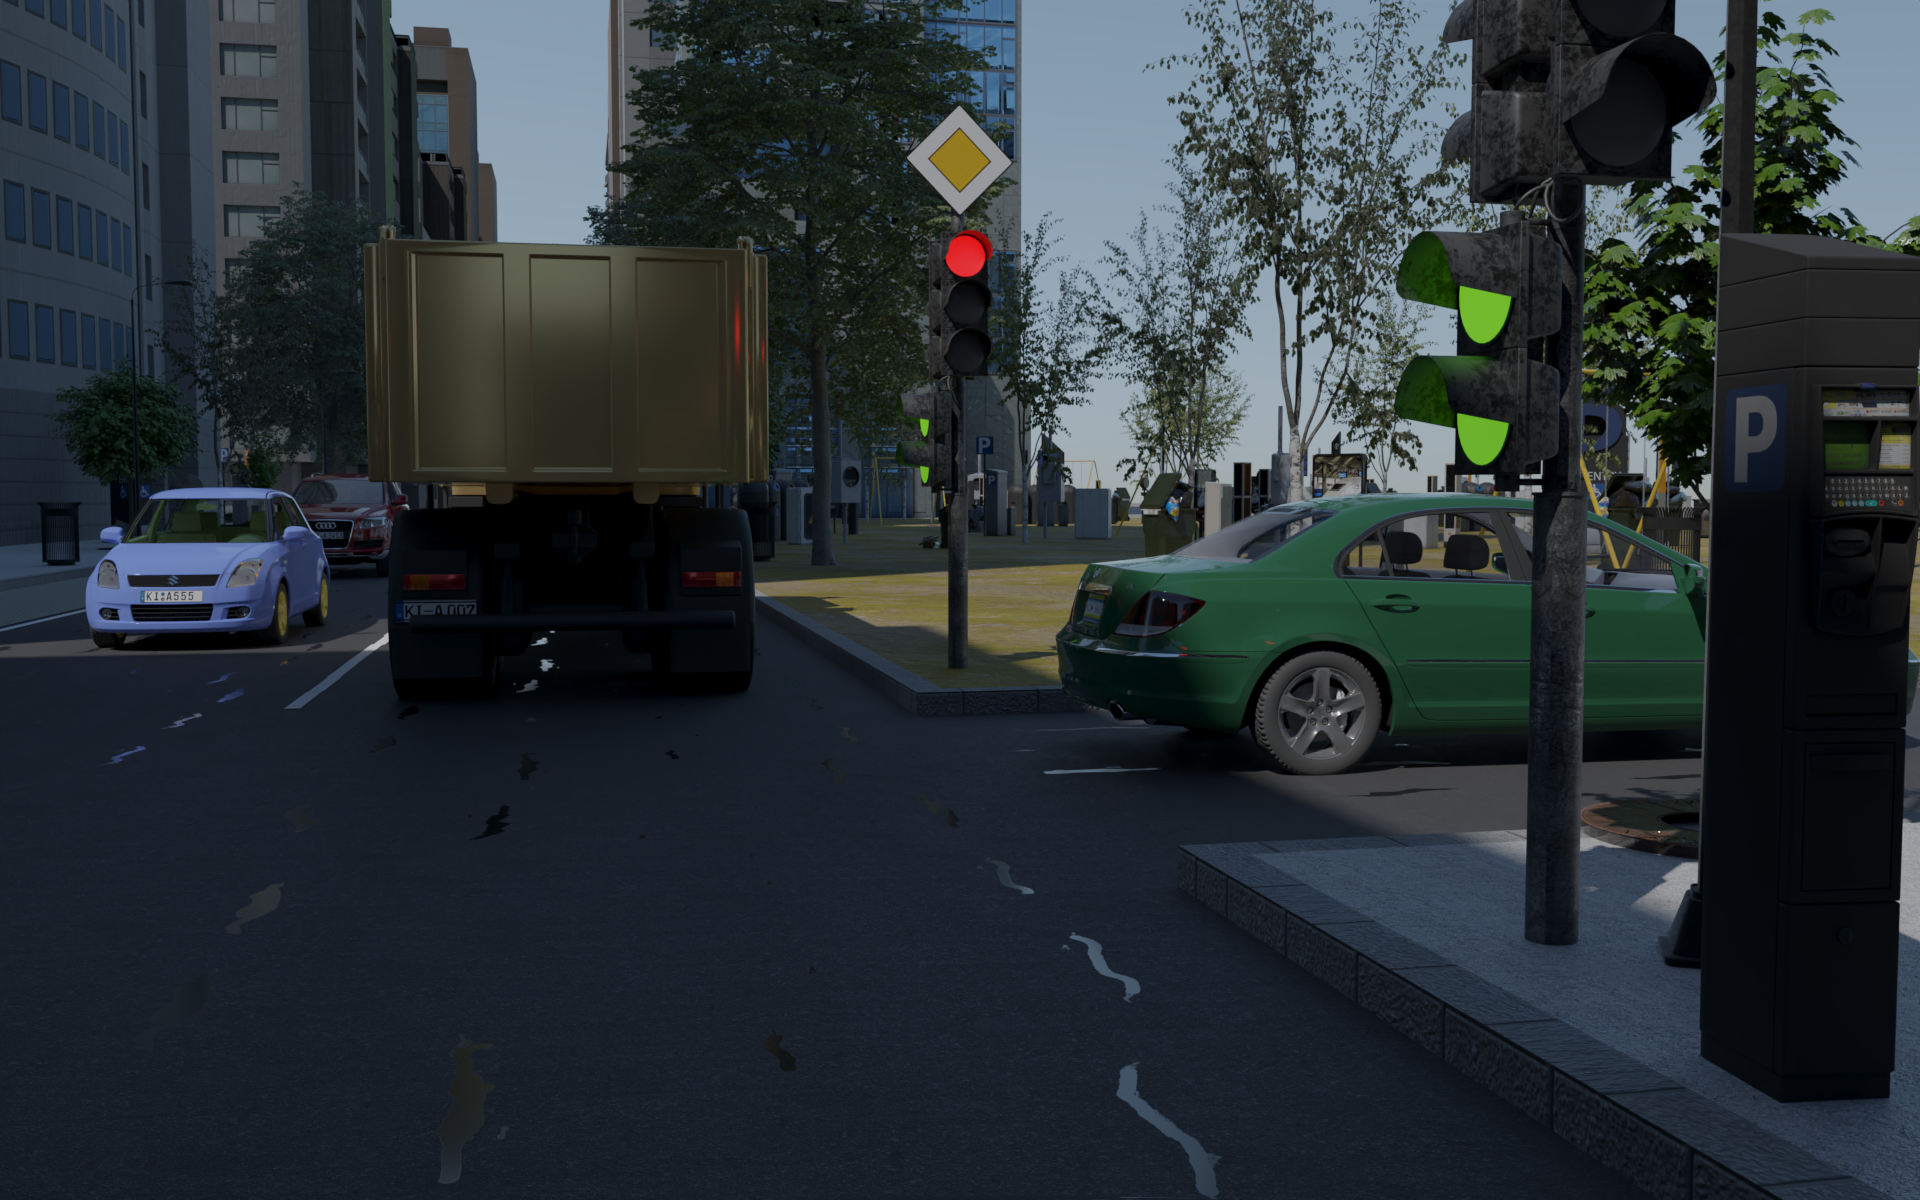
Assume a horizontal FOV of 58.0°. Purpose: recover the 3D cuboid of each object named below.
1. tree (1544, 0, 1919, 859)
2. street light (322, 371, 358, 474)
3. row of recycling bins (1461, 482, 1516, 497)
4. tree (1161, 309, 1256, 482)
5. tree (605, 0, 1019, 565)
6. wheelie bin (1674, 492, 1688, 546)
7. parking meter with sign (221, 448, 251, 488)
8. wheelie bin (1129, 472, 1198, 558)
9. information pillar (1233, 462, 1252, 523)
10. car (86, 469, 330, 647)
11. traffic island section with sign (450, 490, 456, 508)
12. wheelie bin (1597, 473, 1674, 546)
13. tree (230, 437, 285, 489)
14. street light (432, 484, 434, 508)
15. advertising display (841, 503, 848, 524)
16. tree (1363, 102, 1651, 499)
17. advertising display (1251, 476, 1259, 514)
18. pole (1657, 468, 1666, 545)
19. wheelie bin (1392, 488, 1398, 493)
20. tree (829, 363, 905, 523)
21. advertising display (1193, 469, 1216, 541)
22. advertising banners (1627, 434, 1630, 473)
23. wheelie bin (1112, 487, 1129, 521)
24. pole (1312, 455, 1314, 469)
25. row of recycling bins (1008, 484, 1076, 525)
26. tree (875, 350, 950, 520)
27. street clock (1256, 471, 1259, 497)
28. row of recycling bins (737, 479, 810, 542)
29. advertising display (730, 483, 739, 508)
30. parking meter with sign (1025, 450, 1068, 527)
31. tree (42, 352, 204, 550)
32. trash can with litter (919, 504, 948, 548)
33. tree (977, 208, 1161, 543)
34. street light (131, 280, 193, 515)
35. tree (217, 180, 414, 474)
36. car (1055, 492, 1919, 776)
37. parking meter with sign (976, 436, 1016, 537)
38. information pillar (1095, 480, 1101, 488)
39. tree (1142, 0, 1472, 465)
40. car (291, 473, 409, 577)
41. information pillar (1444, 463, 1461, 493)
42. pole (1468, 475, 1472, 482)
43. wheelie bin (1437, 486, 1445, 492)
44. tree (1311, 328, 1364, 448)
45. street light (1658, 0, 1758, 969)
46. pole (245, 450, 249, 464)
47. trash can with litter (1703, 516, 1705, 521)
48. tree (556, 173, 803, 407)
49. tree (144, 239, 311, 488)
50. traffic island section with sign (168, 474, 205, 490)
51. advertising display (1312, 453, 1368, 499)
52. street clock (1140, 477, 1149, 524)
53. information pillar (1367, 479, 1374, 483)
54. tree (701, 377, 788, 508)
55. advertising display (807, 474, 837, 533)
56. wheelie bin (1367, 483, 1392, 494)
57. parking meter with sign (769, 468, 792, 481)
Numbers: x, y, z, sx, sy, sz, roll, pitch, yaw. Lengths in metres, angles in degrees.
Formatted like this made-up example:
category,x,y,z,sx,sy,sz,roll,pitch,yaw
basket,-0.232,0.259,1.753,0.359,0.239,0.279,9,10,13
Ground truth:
category,x,y,z,sx,sy,sz,roll,pitch,yaw
tree,2.926,-0.714,6.280,1.663,3.219,1.824,0,3,0
street light,-23.342,-5.667,65.190,1.470,5.913,1.316,-1,4,-12
row of recycling bins,17.882,-3.216,59.691,3.534,1.692,1.069,-3,4,-39
tree,8.729,-7.203,68.124,4.737,8.622,4.395,0,3,0
tree,-2.640,-6.876,30.543,7.486,12.596,7.792,0,3,0
wheelie bin,17.390,-2.120,42.577,0.980,1.594,0.693,0,4,2
parking meter with sign,-27.042,-4.221,65.269,1.738,3.016,0.543,1,4,16
wheelie bin,3.071,-1.074,25.472,0.693,1.594,0.980,-1,4,-23
information pillar,6.520,-2.173,40.024,0.304,2.012,0.304,-3,5,-40
car,-7.488,-0.480,17.445,1.945,1.707,3.694,-1,4,-11
traffic island section with sign,-30.919,-5.983,106.445,1.989,1.847,2.006,-1,4,-12
wheelie bin,10.029,-1.105,25.983,0.980,1.594,0.693,-2,4,-27
tree,-23.345,-3.842,57.414,1.663,3.219,1.824,0,3,0
street light,-33.663,-8.554,112.400,1.470,5.913,1.316,-1,4,-12
advertising display,-4.803,-4.217,74.155,0.123,1.923,0.974,-3,4,-37
tree,10.139,-4.885,30.230,4.737,8.622,4.395,0,3,0
advertising display,10.632,-3.442,61.492,0.123,1.923,0.974,-3,5,-42
pole,16.129,-2.811,39.804,0.158,3.312,0.155,0,3,0
wheelie bin,21.504,-4.803,86.442,0.693,1.594,0.980,2,4,32
tree,-4.116,-7.782,77.605,4.737,8.622,4.395,0,3,0
advertising display,6.318,-2.418,44.749,0.123,1.923,0.974,3,4,39
advertising banners,19.130,-3.249,49.309,0.090,3.025,2.074,1,4,12
wheelie bin,7.602,-4.530,81.980,0.980,1.594,0.693,-3,4,-37
pole,18.313,-5.856,89.593,0.158,3.312,0.155,0,3,0
row of recycling bins,3.559,-4.070,73.655,3.534,1.692,1.069,-3,4,-37
tree,-2.575,-8.331,86.572,4.360,8.622,3.978,0,3,0
street clock,9.332,-2.992,53.496,0.358,2.002,0.471,2,4,32
row of recycling bins,-5.118,-2.471,47.510,1.069,1.692,3.534,1,4,20
advertising display,-9.299,-4.170,73.401,0.974,1.923,0.123,-3,5,-44
parking meter with sign,3.400,-4.425,68.604,1.738,3.016,0.543,-1,4,-9
tree,-19.358,-3.451,40.143,4.285,4.588,4.351,0,3,0
trash can with litter,-0.458,-1.806,40.910,1.055,1.170,0.624,1,4,19
tree,1.904,-5.790,45.035,4.737,8.622,4.395,0,3,0
street light,-17.319,-3.979,37.601,1.470,5.913,1.316,-1,4,-12
tree,-26.412,-10.130,72.278,9.857,13.997,8.962,0,3,0
car,3.008,0.116,9.900,4.920,1.459,2.131,-1,4,-11
parking meter with sign,1.147,-3.469,52.982,0.543,3.016,1.738,2,4,29
information pillar,7.250,-5.282,90.851,0.304,2.012,0.304,0,4,5
tree,3.982,-4.220,19.365,4.360,8.622,3.978,0,3,0
car,-11.152,-1.395,31.487,2.281,1.827,5.304,-1,4,-12
information pillar,11.771,-2.257,41.390,0.304,2.012,0.304,3,4,38
pole,26.731,-5.933,90.840,0.158,3.312,0.155,0,3,0
wheelie bin,18.914,-3.642,67.461,0.980,1.594,0.693,-3,4,-38
tree,14.129,-6.582,57.980,4.737,8.622,4.395,0,3,0
street light,1.562,-1.955,4.502,1.470,5.913,1.316,-1,4,-12
pole,-32.912,-5.274,80.077,0.158,3.312,0.155,0,3,0
trash can with litter,36.181,-4.385,83.083,1.055,1.170,0.624,2,4,33
tree,-10.772,-9.699,65.234,9.857,13.997,8.962,0,3,0
tree,-21.621,-6.158,51.049,4.360,8.622,3.978,0,3,0
traffic island section with sign,-14.699,-1.480,32.825,1.989,1.847,2.006,-1,4,-12
advertising display,6.010,-1.361,27.463,0.123,1.923,0.974,-3,5,-41
street clock,7.960,-4.295,74.791,0.358,2.002,0.471,3,4,37
information pillar,19.767,-4.836,83.565,0.304,2.012,0.304,-2,4,-28
tree,-5.445,-3.438,39.931,4.285,4.588,4.351,0,3,0
advertising display,-4.520,-3.151,56.740,0.974,1.923,0.123,-1,4,-20
wheelie bin,11.313,-2.444,47.870,0.693,1.594,0.980,3,5,43
parking meter with sign,-5.320,-3.362,51.233,0.543,3.016,1.738,3,5,43
